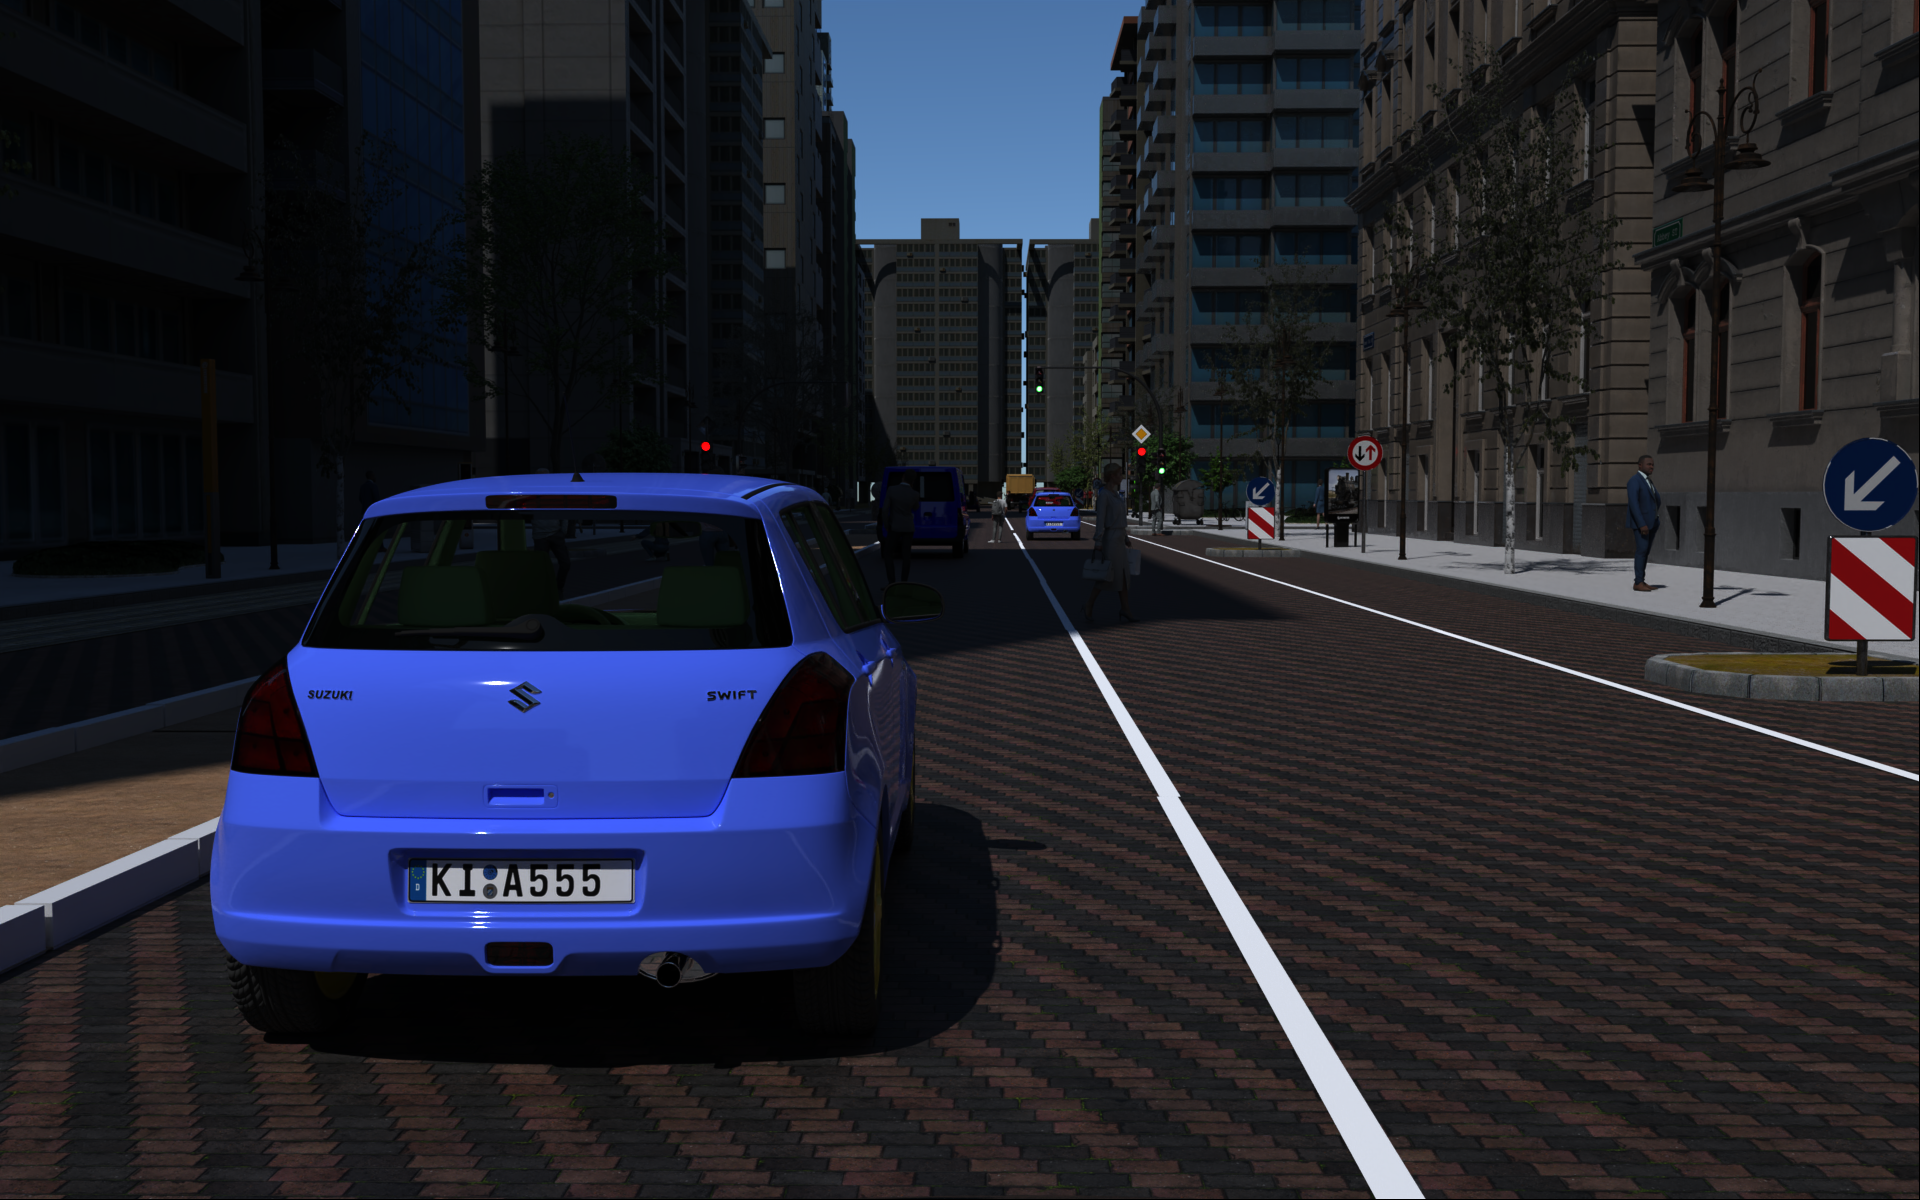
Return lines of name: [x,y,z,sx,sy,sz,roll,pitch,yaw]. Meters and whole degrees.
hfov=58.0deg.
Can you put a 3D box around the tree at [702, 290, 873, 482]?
tree: [-10.425,-11.850,104.124,12.009,13.543,11.850,0,3,0]

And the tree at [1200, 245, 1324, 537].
tree: [9.457,-6.207,51.842,4.360,8.622,3.978,0,3,0]

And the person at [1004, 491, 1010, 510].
person: [4.342,-9.157,159.023,0.445,1.727,0.742,2,4,35]

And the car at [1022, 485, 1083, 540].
car: [2.928,-2.765,54.800,1.945,1.707,3.694,0,4,2]

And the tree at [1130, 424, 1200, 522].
tree: [9.629,-5.973,81.373,4.285,4.588,4.351,0,3,0]

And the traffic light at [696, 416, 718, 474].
traffic light: [-9.034,-4.472,62.038,0.839,4.253,0.868,0,4,1]

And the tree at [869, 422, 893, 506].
tree: [-9.197,-13.978,178.898,4.737,8.622,4.395,0,3,0]

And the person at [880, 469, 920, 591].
person: [-0.890,-1.037,25.644,0.592,1.802,0.473,0,3,0]

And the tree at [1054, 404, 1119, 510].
tree: [10.604,-11.596,139.956,4.737,8.622,4.395,0,3,0]

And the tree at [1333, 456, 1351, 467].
tree: [19.540,-5.699,87.775,1.663,3.219,1.824,0,3,0]

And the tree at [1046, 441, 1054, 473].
tree: [12.873,-16.591,221.624,4.737,8.622,4.395,0,3,0]

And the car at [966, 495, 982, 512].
car: [0.736,-7.679,138.124,1.945,1.354,3.894,0,4,2]

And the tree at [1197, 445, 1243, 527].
tree: [10.184,-4.547,68.945,1.663,3.219,1.824,0,3,0]

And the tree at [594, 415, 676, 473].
tree: [-13.580,-5.421,72.354,4.285,4.588,4.351,0,3,0]

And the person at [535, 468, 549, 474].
person: [-5.452,-0.822,22.433,0.782,1.767,0.515,-2,4,-29]

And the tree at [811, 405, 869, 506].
tree: [-10.434,-11.862,144.310,4.737,8.622,4.395,0,3,0]

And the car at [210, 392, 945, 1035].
car: [-1.028,0.226,5.894,1.945,1.707,3.694,0,4,0]

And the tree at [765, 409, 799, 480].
tree: [-15.692,-11.801,143.302,4.360,8.622,3.978,0,3,0]

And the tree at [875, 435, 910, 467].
tree: [-8.303,-16.119,213.906,4.360,8.622,3.978,0,3,0]

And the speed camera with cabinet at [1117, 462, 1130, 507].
speed camera with cabinet: [10.118,-6.971,108.306,0.660,3.252,2.038,0,4,-5]

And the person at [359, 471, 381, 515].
person: [-12.989,-1.964,38.330,0.721,1.800,0.419,2,4,27]

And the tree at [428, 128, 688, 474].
tree: [-11.517,-7.568,49.496,9.928,11.665,9.643,0,3,0]

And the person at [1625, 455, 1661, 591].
person: [9.102,-1.032,23.092,0.419,1.800,0.721,2,4,35]

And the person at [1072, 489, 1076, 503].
person: [10.806,-9.644,163.862,0.705,1.807,1.348,0,4,-1]

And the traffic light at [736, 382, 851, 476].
traffic light: [-6.795,-5.832,70.019,4.771,5.953,1.251,0,4,1]

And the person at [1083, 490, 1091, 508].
person: [11.310,-9.144,156.266,1.217,1.743,0.721,-3,4,-36]

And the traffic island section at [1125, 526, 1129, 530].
traffic island section: [7.310,-2.910,69.857,2.009,0.180,2.903,0,4,1]

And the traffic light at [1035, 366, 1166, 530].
traffic light: [5.032,-5.320,61.657,4.771,5.953,1.251,0,4,1]

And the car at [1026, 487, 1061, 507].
car: [4.838,-5.390,96.807,2.281,1.827,5.304,0,4,1]

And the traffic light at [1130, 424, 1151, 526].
traffic light: [7.270,-4.943,69.744,0.839,4.253,0.868,0,4,1]

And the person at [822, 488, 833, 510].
person: [-7.769,-5.647,101.312,0.782,1.767,0.515,-3,4,-37]

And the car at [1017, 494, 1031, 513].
car: [5.356,-7.521,132.752,2.009,1.686,4.222,0,4,2]

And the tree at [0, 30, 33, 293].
tree: [-12.761,-4.257,19.972,4.737,8.622,4.395,0,3,0]

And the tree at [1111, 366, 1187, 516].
tree: [10.828,-9.096,99.081,4.360,8.622,3.978,0,3,0]

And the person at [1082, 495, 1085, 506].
person: [13.521,-11.216,189.059,1.348,1.869,0.705,-3,4,-36]

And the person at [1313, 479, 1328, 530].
person: [13.052,-3.457,62.581,0.581,1.822,0.654,-1,4,-18]

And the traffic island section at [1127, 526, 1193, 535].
traffic island section: [7.165,-2.422,61.874,2.009,0.180,2.903,0,4,1]

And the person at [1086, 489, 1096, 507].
person: [12.470,-9.765,165.634,1.348,1.831,0.705,1,4,23]

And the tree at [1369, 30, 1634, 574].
tree: [8.689,-4.713,27.413,4.360,8.622,3.978,0,3,0]

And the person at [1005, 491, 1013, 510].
person: [4.296,-8.824,153.491,0.721,1.735,1.217,3,4,38]

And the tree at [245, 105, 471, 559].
tree: [-12.014,-5.113,33.968,4.360,8.622,3.978,0,3,0]

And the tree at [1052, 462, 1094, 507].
tree: [12.177,-11.825,177.050,4.285,4.588,4.351,0,3,0]
